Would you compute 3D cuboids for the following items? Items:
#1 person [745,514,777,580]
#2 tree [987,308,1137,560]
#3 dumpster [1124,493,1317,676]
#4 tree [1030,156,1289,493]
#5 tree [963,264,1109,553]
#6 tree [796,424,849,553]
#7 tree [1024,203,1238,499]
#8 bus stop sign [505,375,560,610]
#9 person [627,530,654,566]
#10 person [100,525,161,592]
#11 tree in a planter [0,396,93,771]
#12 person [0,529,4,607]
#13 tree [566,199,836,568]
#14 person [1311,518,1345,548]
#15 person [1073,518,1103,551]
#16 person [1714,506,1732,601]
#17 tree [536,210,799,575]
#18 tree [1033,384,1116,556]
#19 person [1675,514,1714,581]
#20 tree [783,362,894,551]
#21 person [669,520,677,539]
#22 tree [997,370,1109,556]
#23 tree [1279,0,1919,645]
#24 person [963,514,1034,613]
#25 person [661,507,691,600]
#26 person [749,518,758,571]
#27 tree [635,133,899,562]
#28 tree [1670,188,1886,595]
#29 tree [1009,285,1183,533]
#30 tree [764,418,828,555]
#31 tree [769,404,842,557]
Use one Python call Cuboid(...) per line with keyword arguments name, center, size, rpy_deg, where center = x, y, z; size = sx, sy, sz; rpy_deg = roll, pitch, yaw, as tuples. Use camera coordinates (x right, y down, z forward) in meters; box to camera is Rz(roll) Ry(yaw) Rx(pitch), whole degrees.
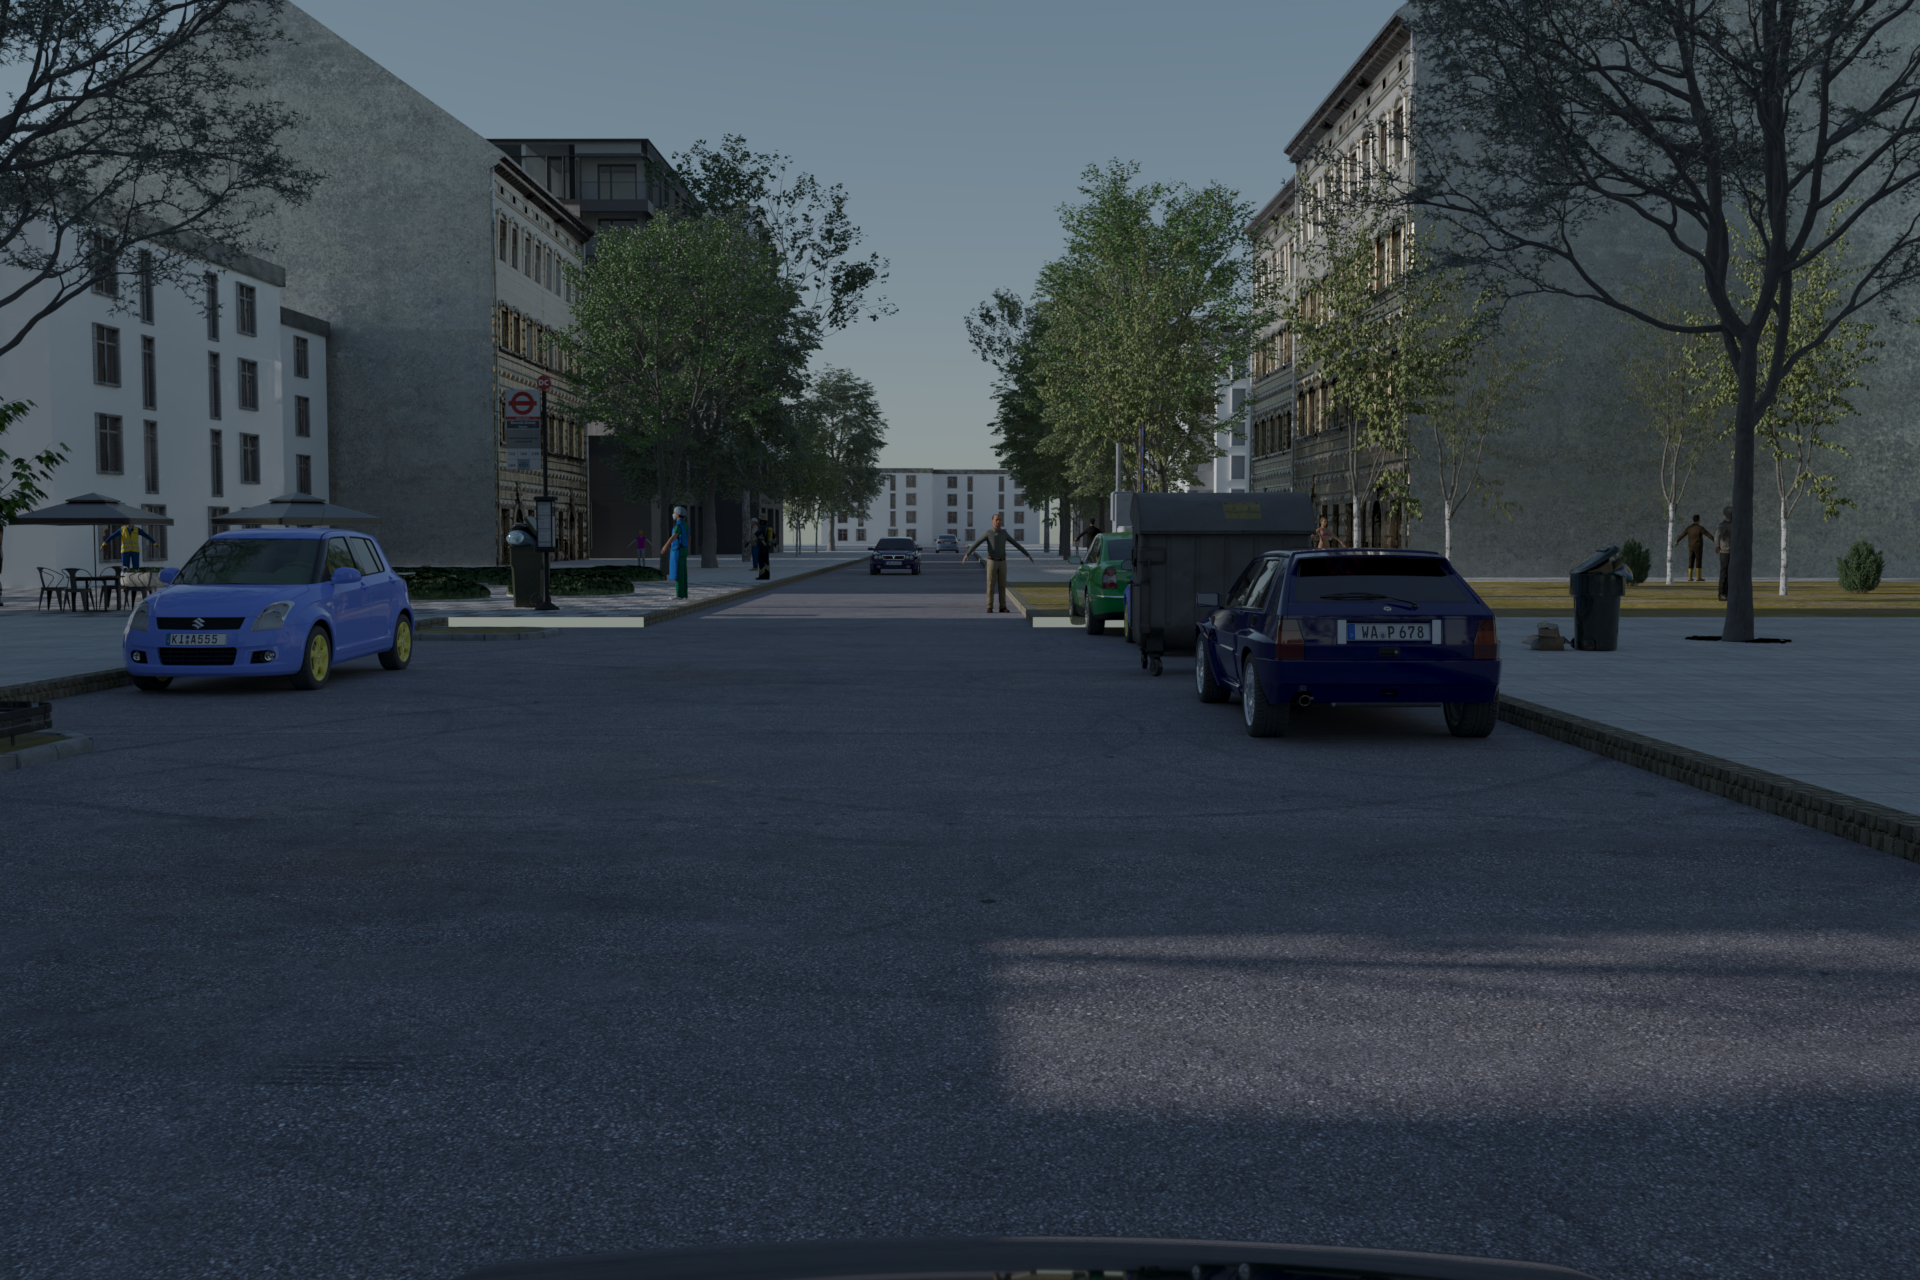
Cuboid(name="person", center=(-5.525, -2.615, 48.534), size=(0.705, 1.856, 1.354), rpy_deg=(2, 4, 32))
Cuboid(name="tree", center=(4.862, -10.204, 84.955), size=(7.486, 12.596, 7.792), rpy_deg=(0, 3, 0))
Cuboid(name="dumpster", center=(2.672, -0.591, 17.885), size=(1.865, 1.857, 1.264), rpy_deg=(0, 4, 0))
Cuboid(name="tree", center=(5.591, -7.499, 48.365), size=(9.928, 11.665, 9.643), rpy_deg=(0, 3, 0))
Cuboid(name="tree", center=(7.399, -16.105, 119.208), size=(12.611, 20.169, 13.585), rpy_deg=(0, 3, 0))
Cuboid(name="tree", center=(-9.618, -10.183, 116.851), size=(4.737, 8.622, 4.395), rpy_deg=(0, 3, 0))
Cuboid(name="tree", center=(5.863, -8.635, 59.315), size=(7.486, 12.596, 7.792), rpy_deg=(0, 3, 0))
Cuboid(name="bus stop sign", center=(-7.205, -2.476, 29.189), size=(0.855, 3.939, 0.416), rpy_deg=(0, 4, -1))
Cuboid(name="person", center=(-11.288, -3.177, 61.208), size=(0.991, 1.433, 0.599), rpy_deg=(1, 4, 11))
Cuboid(name="person", center=(-18.512, -1.969, 38.656), size=(1.216, 1.772, 0.721), rpy_deg=(-2, 4, -28))
Cuboid(name="tree in a planter", center=(-6.731, -0.836, 10.889), size=(1.991, 3.239, 1.994), rpy_deg=(0, 4, 0))
Cuboid(name="person", center=(-17.130, -1.499, 30.657), size=(0.704, 1.843, 1.345), rpy_deg=(-3, 4, -38))
Cuboid(name="tree", center=(-9.584, -9.690, 65.090), size=(9.857, 13.997, 8.962), rpy_deg=(0, 3, 0))
Cuboid(name="person", center=(9.989, -2.480, 47.346), size=(1.217, 1.733, 0.721), rpy_deg=(-1, 4, -22))
Cuboid(name="person", center=(4.623, -3.339, 60.530), size=(1.347, 1.837, 0.705), rpy_deg=(0, 4, 8))
Cuboid(name="person", center=(14.729, -1.653, 33.157), size=(1.348, 1.813, 0.705), rpy_deg=(-3, 5, -42))
Cuboid(name="tree", center=(-9.187, -7.875, 54.508), size=(9.928, 11.665, 9.643), rpy_deg=(0, 3, 0))
Cuboid(name="tree", center=(5.265, -7.800, 77.885), size=(4.737, 8.622, 4.395), rpy_deg=(0, 3, 0))
Cuboid(name="person", center=(20.041, -2.507, 47.130), size=(0.704, 1.812, 1.346), rpy_deg=(-3, 4, -38))
Cuboid(name="tree", center=(-9.662, -13.679, 130.305), size=(9.857, 13.997, 8.962), rpy_deg=(0, 3, 0))
Cuboid(name="person", center=(-10.830, -3.663, 66.085), size=(1.347, 1.806, 0.705), rpy_deg=(3, 5, 41))
Cuboid(name="tree", center=(5.643, -11.273, 102.437), size=(7.486, 12.596, 7.792), rpy_deg=(0, 3, 0))
Cuboid(name="tree", center=(9.415, -6.730, 20.402), size=(12.009, 13.543, 11.850), rpy_deg=(0, 3, 0))
Cuboid(name="person", center=(0.677, -1.395, 31.536), size=(1.348, 1.796, 0.705), rpy_deg=(-1, 4, -16))
Cuboid(name="person", center=(-5.499, -1.696, 33.855), size=(0.704, 1.817, 1.347), rpy_deg=(1, 4, 11))
Cuboid(name="person", center=(-7.218, -3.349, 60.616), size=(0.705, 1.847, 1.347), rpy_deg=(0, 4, 2))
Cuboid(name="tree", center=(-9.233, -13.739, 80.524), size=(12.611, 20.169, 13.585), rpy_deg=(0, 3, 0))
Cuboid(name="tree", center=(17.177, -5.242, 36.063), size=(4.737, 8.622, 4.395), rpy_deg=(0, 3, 0))
Cuboid(name="tree", center=(5.620, -8.822, 69.993), size=(9.928, 11.665, 9.643), rpy_deg=(0, 3, 0))
Cuboid(name="tree", center=(-9.763, -9.542, 106.376), size=(4.360, 8.622, 3.978), rpy_deg=(0, 3, 0))
Cuboid(name="tree", center=(-9.069, -9.040, 98.166), size=(4.737, 8.622, 4.395), rpy_deg=(0, 3, 0))
